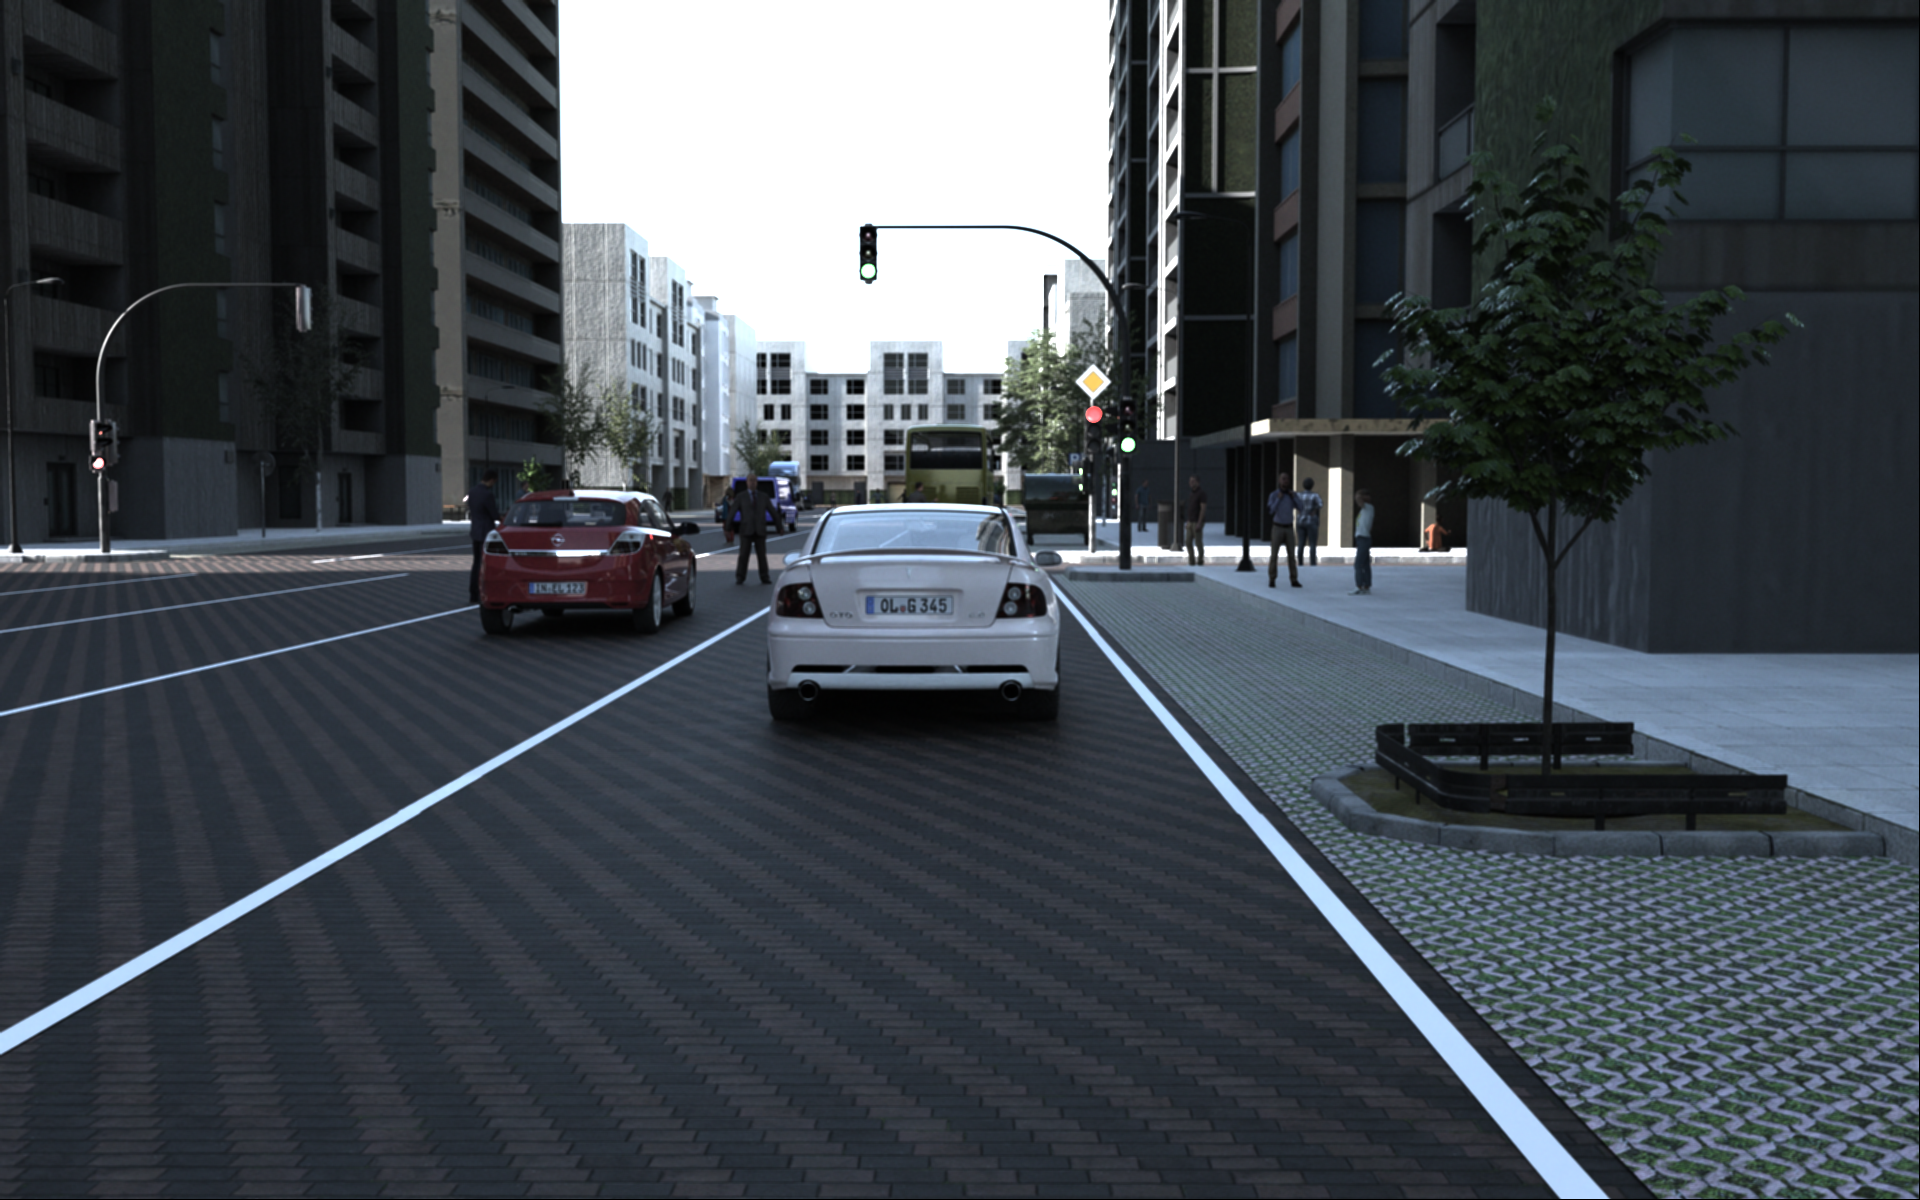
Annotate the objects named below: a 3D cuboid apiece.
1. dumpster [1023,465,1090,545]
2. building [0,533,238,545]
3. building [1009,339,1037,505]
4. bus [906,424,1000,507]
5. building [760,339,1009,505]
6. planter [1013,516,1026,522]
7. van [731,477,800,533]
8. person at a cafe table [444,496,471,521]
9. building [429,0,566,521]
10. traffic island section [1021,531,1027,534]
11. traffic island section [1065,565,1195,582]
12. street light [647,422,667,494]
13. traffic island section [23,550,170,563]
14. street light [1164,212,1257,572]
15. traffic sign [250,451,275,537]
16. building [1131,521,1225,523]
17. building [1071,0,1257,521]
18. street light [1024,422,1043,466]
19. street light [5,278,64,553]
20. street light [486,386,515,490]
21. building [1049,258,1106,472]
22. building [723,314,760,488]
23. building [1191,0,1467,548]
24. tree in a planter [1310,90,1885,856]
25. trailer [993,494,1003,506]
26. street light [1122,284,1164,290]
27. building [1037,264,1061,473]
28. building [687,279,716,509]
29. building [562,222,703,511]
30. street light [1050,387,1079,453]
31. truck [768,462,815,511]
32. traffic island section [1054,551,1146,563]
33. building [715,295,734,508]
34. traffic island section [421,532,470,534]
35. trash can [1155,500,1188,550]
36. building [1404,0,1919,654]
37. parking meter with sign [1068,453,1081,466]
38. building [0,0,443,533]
[{"bbox_3d":[2.754,-2.657,48.397,1.985,2.255,1.502,0,4,1],"label":"dumpster"},{"bbox_3d":[-29.276,-16.748,45.527,14.160,30.474,14.107,0,4,0],"label":"building"},{"bbox_3d":[21.136,-20.790,206.378,31.486,18.905,16.747,0,4,0],"label":"building"},{"bbox_3d":[-0.185,-4.159,59.543,2.896,3.916,12.252,0,4,2],"label":"bus"},{"bbox_3d":[-10.344,-20.838,207.165,31.486,18.905,16.747,0,4,0],"label":"building"},{"bbox_3d":[3.266,-4.174,89.385,1.991,0.319,1.994,0,4,0],"label":"planter"},{"bbox_3d":[-7.296,-3.694,64.777,2.240,2.365,5.245,0,4,2],"label":"van"},{"bbox_3d":[-23.265,-4.494,81.999,1.622,1.524,1.698,3,5,44],"label":"person at a cafe table"},{"bbox_3d":[-34.529,-28.696,92.888,21.300,48.544,21.600,0,4,0],"label":"building"},{"bbox_3d":[3.063,-2.403,62.154,1.991,0.108,1.994,0,4,0],"label":"traffic island section"},{"bbox_3d":[2.826,-0.441,29.498,2.009,0.180,2.903,0,4,0],"label":"traffic island section"},{"bbox_3d":[-19.553,-8.502,111.548,1.470,5.913,1.316,0,4,0],"label":"street light"},{"bbox_3d":[-18.596,-0.940,37.647,2.009,0.180,2.903,0,4,0],"label":"traffic island section"},{"bbox_3d":[4.217,-3.432,28.650,1.470,5.913,1.316,0,4,0],"label":"street light"},{"bbox_3d":[-20.586,-3.121,51.131,0.768,2.556,0.104,0,4,5],"label":"traffic sign"},{"bbox_3d":[17.804,-39.263,80.199,20.563,71.187,20.611,0,4,0],"label":"building"},{"bbox_3d":[17.409,-40.521,100.775,20.563,71.187,20.611,0,4,0],"label":"building"},{"bbox_3d":[4.832,-8.548,112.301,1.470,5.913,1.316,0,4,0],"label":"street light"},{"bbox_3d":[-19.976,-3.968,37.413,1.470,5.913,1.316,0,4,0],"label":"street light"},{"bbox_3d":[-19.734,-6.221,74.260,1.470,5.913,1.316,0,4,0],"label":"street light"},{"bbox_3d":[16.202,-16.640,138.529,16.747,18.905,31.486,0,4,0],"label":"building"},{"bbox_3d":[-37.642,-19.078,178.385,31.486,18.905,16.747,0,4,0],"label":"building"},{"bbox_3d":[21.595,-24.124,49.049,28.867,44.769,22.147,0,4,0],"label":"building"},{"bbox_3d":[2.646,-0.641,7.703,1.991,3.239,1.994,0,4,0],"label":"tree in a planter"},{"bbox_3d":[3.531,-10.028,171.009,1.471,1.999,3.904,0,4,2],"label":"trailer"},{"bbox_3d":[4.284,-4.026,38.374,1.470,5.913,1.316,0,4,0],"label":"street light"},{"bbox_3d":[21.408,-19.966,170.414,27.936,21.610,32.646,0,4,0],"label":"building"},{"bbox_3d":[-30.357,-17.980,150.396,16.016,20.091,11.380,0,4,0],"label":"building"},{"bbox_3d":[-29.996,-16.041,128.722,16.747,18.905,31.486,0,4,0],"label":"building"},{"bbox_3d":[4.584,-6.280,75.220,1.470,5.913,1.316,0,4,0],"label":"street light"},{"bbox_3d":[-14.522,-9.790,149.822,2.967,4.110,18.799,0,4,0],"label":"truck"},{"bbox_3d":[2.885,-0.930,37.483,2.009,0.180,2.903,0,4,0],"label":"traffic island section"},{"bbox_3d":[-29.767,-18.714,162.394,16.016,20.091,11.380,0,4,0],"label":"building"},{"bbox_3d":[-18.088,-2.412,62.294,1.991,0.108,1.994,0,4,0],"label":"traffic island section"},{"bbox_3d":[4.857,-1.723,39.822,0.748,1.137,0.748,0,3,0],"label":"trash can"},{"bbox_3d":[12.593,-20.541,19.439,14.154,41.232,14.086,0,4,0],"label":"building"},{"bbox_3d":[4.997,-4.663,72.508,0.543,3.016,1.738,-1,4,-11],"label":"parking meter with sign"},{"bbox_3d":[-29.574,-18.098,67.596,14.160,30.474,14.107,0,4,0],"label":"building"}]
